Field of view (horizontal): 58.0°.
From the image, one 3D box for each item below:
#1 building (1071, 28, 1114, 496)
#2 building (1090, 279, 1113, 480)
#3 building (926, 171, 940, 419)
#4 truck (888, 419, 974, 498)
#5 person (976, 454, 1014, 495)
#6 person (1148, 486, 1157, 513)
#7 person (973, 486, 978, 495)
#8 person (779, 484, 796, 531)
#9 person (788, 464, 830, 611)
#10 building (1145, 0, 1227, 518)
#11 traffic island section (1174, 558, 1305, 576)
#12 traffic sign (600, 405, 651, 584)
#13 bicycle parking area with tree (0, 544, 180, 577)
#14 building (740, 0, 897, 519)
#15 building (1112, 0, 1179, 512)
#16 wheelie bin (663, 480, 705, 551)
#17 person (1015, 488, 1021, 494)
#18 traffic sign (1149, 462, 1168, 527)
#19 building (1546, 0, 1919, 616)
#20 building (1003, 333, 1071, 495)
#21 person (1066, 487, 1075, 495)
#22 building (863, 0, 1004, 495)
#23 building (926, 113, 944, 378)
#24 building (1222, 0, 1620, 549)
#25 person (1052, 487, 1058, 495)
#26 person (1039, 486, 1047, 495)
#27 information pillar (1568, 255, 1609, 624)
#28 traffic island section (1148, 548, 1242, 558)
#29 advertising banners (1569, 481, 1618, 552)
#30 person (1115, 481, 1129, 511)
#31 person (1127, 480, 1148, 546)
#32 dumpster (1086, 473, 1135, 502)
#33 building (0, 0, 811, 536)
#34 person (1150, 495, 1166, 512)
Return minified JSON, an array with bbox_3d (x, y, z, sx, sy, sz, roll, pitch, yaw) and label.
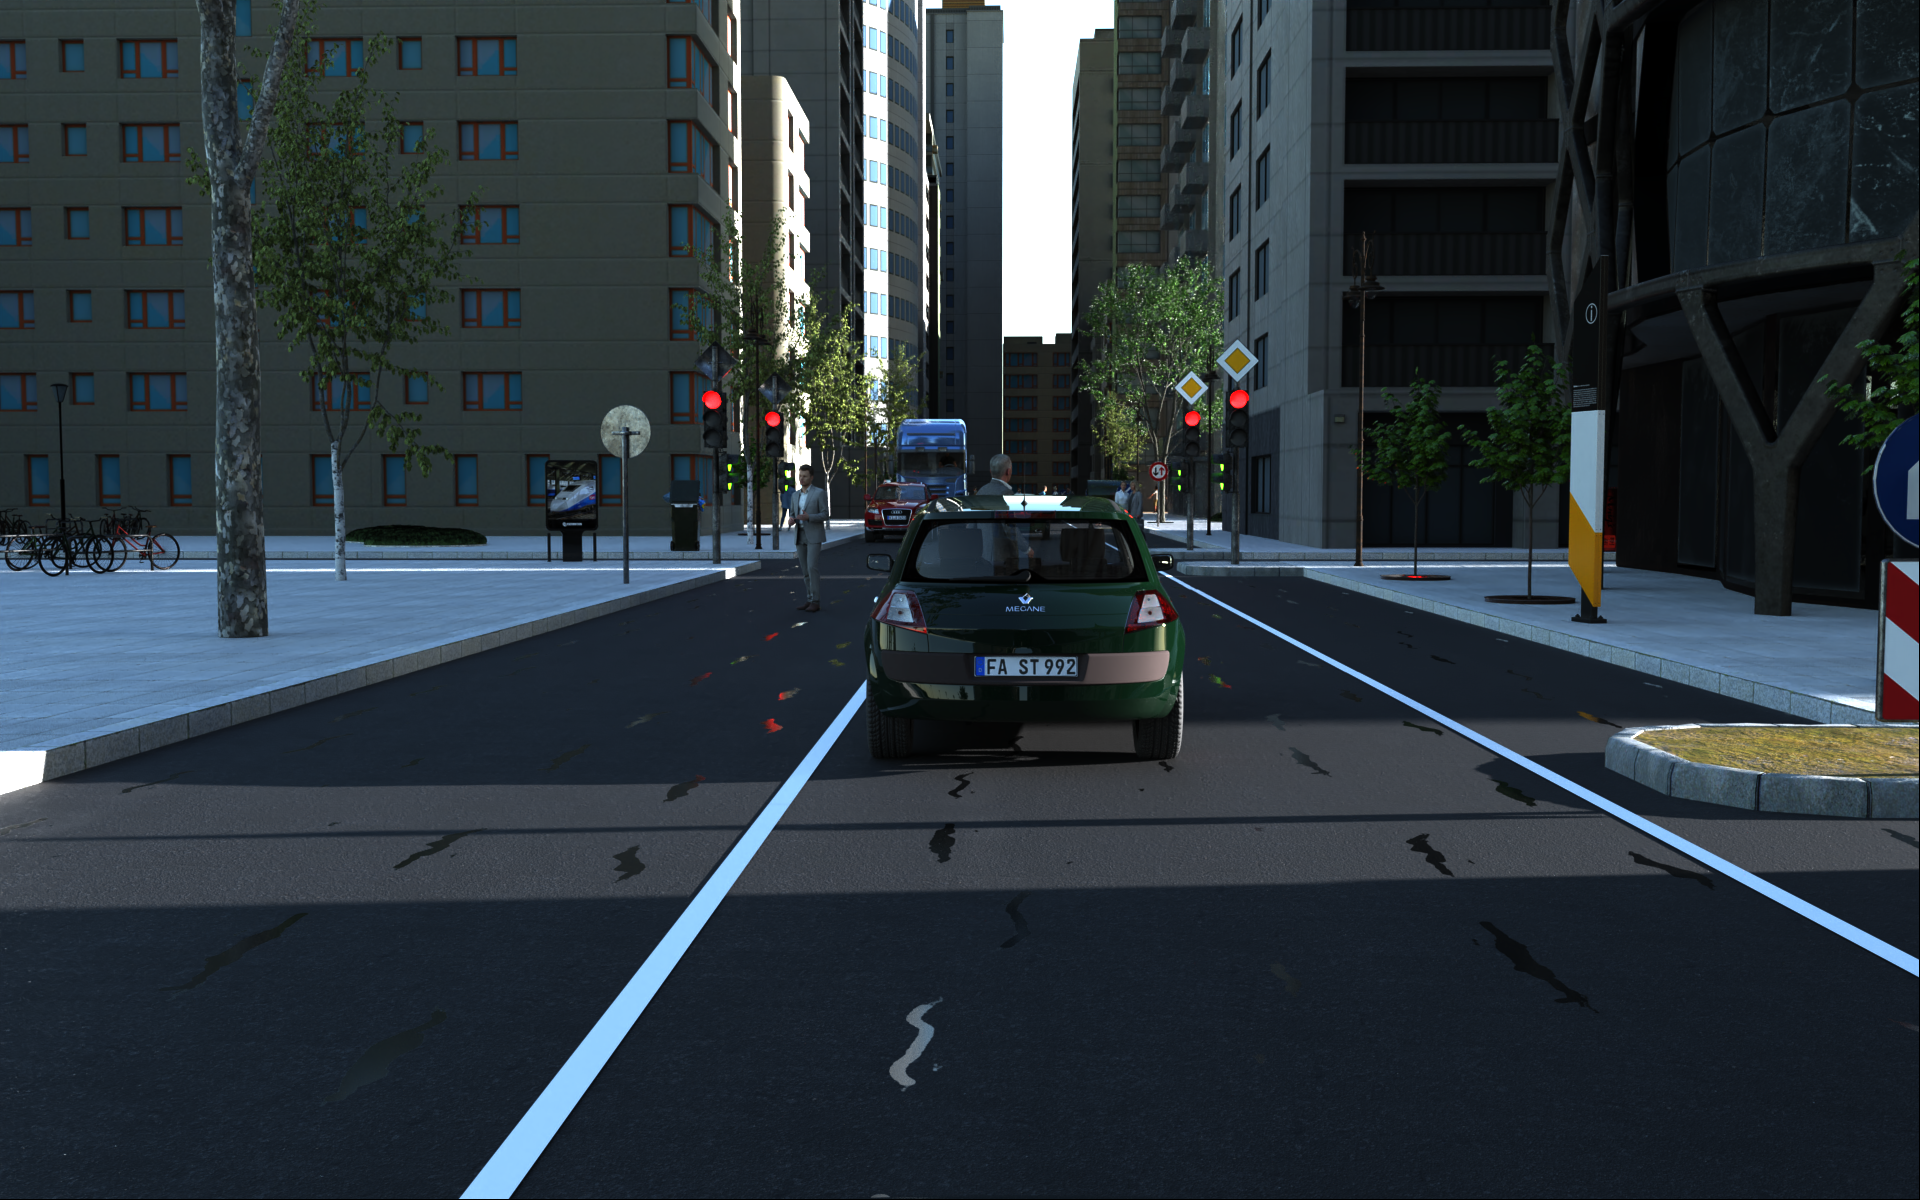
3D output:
[{"bbox_3d":[22.476,-33.895,177.880,21.300,48.544,21.600,0,4,2],"label":"building"},{"bbox_3d":[26.050,-18.847,153.186,27.650,21.520,28.899,0,4,2],"label":"building"},{"bbox_3d":[-9.014,-23.174,150.602,14.160,30.474,14.107,0,4,2],"label":"building"},{"bbox_3d":[-0.946,-4.781,67.925,2.967,4.110,18.799,0,4,0],"label":"truck"},{"bbox_3d":[0.382,-0.375,15.031,0.834,1.777,0.661,-3,4,-37],"label":"person"},{"bbox_3d":[13.472,-6.913,119.074,1.348,1.824,0.705,-2,4,-35],"label":"person"},{"bbox_3d":[0.885,-4.923,88.906,0.836,1.842,0.656,-1,4,-13],"label":"person"},{"bbox_3d":[-5.963,-3.268,59.737,0.793,1.790,0.793,-2,4,-25],"label":"person"},{"bbox_3d":[-1.921,-0.771,21.311,0.606,1.804,0.583,2,4,29],"label":"person"},{"bbox_3d":[23.184,-29.260,98.012,23.786,49.044,30.456,0,4,2],"label":"building"},{"bbox_3d":[5.040,-0.569,31.592,2.009,0.180,2.903,0,4,2],"label":"traffic island section"},{"bbox_3d":[-4.780,-1.506,24.729,0.768,2.556,0.104,1,4,10],"label":"traffic sign"},{"bbox_3d":[-17.910,-2.449,27.049,8.231,4.147,9.016,2,4,32],"label":"bicycle parking area with tree"},{"bbox_3d":[-13.843,-40.336,97.752,20.563,71.187,20.611,0,4,2],"label":"building"},{"bbox_3d":[18.467,-27.348,130.734,14.154,41.232,14.086,0,4,2],"label":"building"},{"bbox_3d":[-6.212,-1.907,39.080,0.980,1.594,0.693,0,4,-1],"label":"wheelie bin"},{"bbox_3d":[3.471,-5.749,102.728,0.478,1.798,0.641,0,4,-6],"label":"person"},{"bbox_3d":[7.810,-4.162,68.150,0.768,2.556,0.104,0,4,4],"label":"traffic sign"},{"bbox_3d":[16.515,-9.427,21.584,16.820,18.784,16.811,0,4,2],"label":"building"},{"bbox_3d":[19.767,-22.484,212.652,28.899,21.520,27.650,0,4,2],"label":"building"},{"bbox_3d":[6.360,-5.619,100.172,0.655,1.846,0.447,3,5,41],"label":"person"},{"bbox_3d":[-8.874,-40.799,209.067,28.212,58.520,21.231,0,4,2],"label":"building"},{"bbox_3d":[-13.831,-29.451,173.411,23.993,40.220,32.217,0,4,2],"label":"building"},{"bbox_3d":[19.094,-37.314,48.344,20.611,71.187,20.563,0,4,2],"label":"building"},{"bbox_3d":[5.230,-5.264,94.452,0.818,1.842,0.514,0,4,-1],"label":"person"},{"bbox_3d":[3.500,-3.986,74.010,0.444,1.785,0.601,-1,4,-18],"label":"person"},{"bbox_3d":[6.274,-1.586,17.294,0.183,3.616,0.504,-1,4,-12],"label":"information pillar"},{"bbox_3d":[5.277,-1.058,39.574,2.009,0.180,2.903,0,4,2],"label":"traffic island section"},{"bbox_3d":[14.404,-2.578,38.342,2.074,3.025,0.090,0,4,5],"label":"advertising banners"},{"bbox_3d":[4.661,-2.514,49.831,0.478,1.798,0.641,0,4,-4],"label":"person"},{"bbox_3d":[4.596,-2.218,44.944,0.728,1.800,0.709,-2,4,-27],"label":"person"},{"bbox_3d":[5.927,-3.849,67.874,1.985,2.255,1.502,0,4,1],"label":"dumpster"},{"bbox_3d":[-21.254,-13.562,66.780,27.650,21.520,28.899,0,4,2],"label":"building"},{"bbox_3d":[13.850,-6.983,120.931,1.217,1.735,0.721,0,4,6],"label":"person"}]
